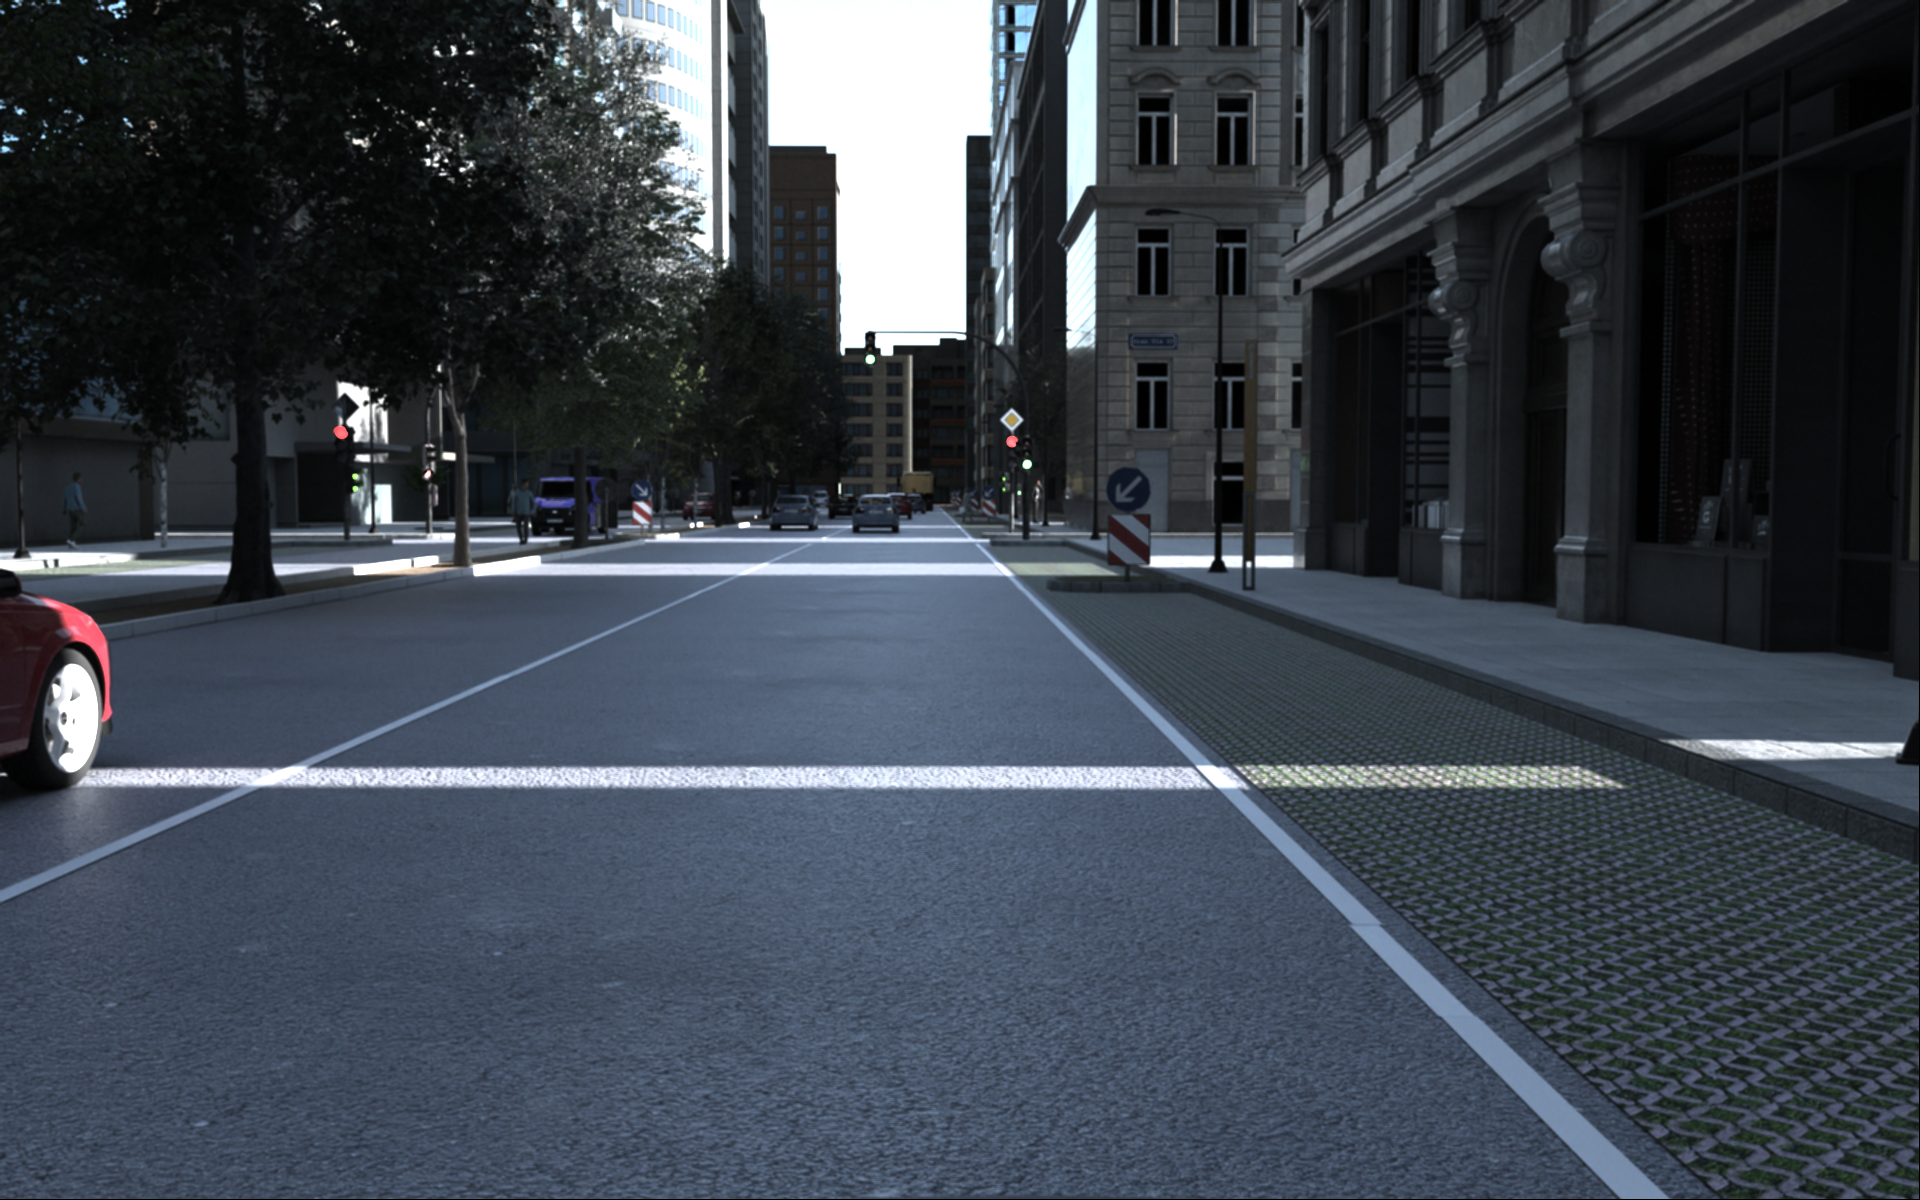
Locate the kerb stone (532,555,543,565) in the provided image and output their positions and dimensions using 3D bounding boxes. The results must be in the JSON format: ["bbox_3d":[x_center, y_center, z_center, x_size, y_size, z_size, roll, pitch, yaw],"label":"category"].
[{"bbox_3d":[-8.724,-0.803,35.317,0.120,0.150,1.000,0,4,-1],"label":"kerb stone"}]

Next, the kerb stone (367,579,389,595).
[{"bbox_3d":[-8.517,-0.175,25.077,0.120,0.150,1.000,0,4,-1],"label":"kerb stone"}]

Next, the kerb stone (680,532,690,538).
[{"bbox_3d":[-9.163,-2.152,57.382,0.120,0.150,1.000,0,4,-1],"label":"kerb stone"}]

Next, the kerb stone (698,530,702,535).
[{"bbox_3d":[-9.217,-2.340,60.454,0.120,0.150,1.000,0,4,-1],"label":"kerb stone"}]

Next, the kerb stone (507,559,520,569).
[{"bbox_3d":[-8.680,-0.672,33.261,0.120,0.150,1.000,0,4,-1],"label":"kerb stone"}]

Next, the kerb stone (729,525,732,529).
[{"bbox_3d":[-9.401,-2.904,69.679,0.120,0.150,1.000,0,4,-1],"label":"kerb stone"}]

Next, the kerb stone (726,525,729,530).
[{"bbox_3d":[-9.379,-2.841,68.654,0.120,0.150,1.000,0,4,-1],"label":"kerb stone"}]

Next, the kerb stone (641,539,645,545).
[{"bbox_3d":[-8.982,-1.612,48.634,0.120,0.150,1.000,0,4,-1],"label":"kerb stone"}]

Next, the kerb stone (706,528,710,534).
[{"bbox_3d":[-9.252,-2.466,62.516,0.120,0.150,1.000,0,4,-1],"label":"kerb stone"}]

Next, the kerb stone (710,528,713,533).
[{"bbox_3d":[-9.279,-2.529,63.543,0.120,0.150,1.000,0,4,-1],"label":"kerb stone"}]

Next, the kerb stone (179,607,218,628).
[{"bbox_3d":[-8.398,0.200,18.920,0.120,0.150,1.000,0,4,-1],"label":"kerb stone"}]

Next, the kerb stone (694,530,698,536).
[{"bbox_3d":[-9.197,-2.277,59.426,0.120,0.150,1.000,0,4,-1],"label":"kerb stone"}]

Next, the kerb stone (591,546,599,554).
[{"bbox_3d":[-8.850,-1.178,41.464,0.120,0.150,1.000,0,4,-1],"label":"kerb stone"}]

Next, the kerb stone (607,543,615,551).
[{"bbox_3d":[-8.883,-1.303,43.507,0.120,0.150,1.000,0,4,-1],"label":"kerb stone"}]

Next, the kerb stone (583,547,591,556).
[{"bbox_3d":[-8.832,-1.113,40.442,0.120,0.150,1.000,0,4,-1],"label":"kerb stone"}]

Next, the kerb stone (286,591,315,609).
[{"bbox_3d":[-8.459,0.013,21.991,0.120,0.150,1.000,0,4,-1],"label":"kerb stone"}]

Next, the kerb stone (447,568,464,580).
[{"bbox_3d":[-8.596,-0.426,29.169,0.120,0.150,1.000,0,4,-1],"label":"kerb stone"}]

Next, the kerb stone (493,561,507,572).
[{"bbox_3d":[-8.662,-0.614,32.239,0.120,0.150,1.000,0,4,-1],"label":"kerb stone"}]

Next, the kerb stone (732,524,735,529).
[{"bbox_3d":[-9.418,-2.967,70.702,0.120,0.150,1.000,0,4,-1],"label":"kerb stone"}]

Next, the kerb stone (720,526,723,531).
[{"bbox_3d":[-9.342,-2.716,66.609,0.120,0.150,1.000,0,4,-1],"label":"kerb stone"}]

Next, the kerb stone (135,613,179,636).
[{"bbox_3d":[-8.371,0.263,17.898,0.120,0.150,1.000,0,4,-1],"label":"kerb stone"}]

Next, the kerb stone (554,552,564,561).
[{"bbox_3d":[-8.764,-0.925,37.366,0.120,0.150,1.000,0,4,-1],"label":"kerb stone"}]

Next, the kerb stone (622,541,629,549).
[{"bbox_3d":[-8.919,-1.427,45.557,0.120,0.150,1.000,0,4,-1],"label":"kerb stone"}]

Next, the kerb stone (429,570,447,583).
[{"bbox_3d":[-8.582,-0.357,28.143,0.120,0.150,1.000,0,4,-1],"label":"kerb stone"}]

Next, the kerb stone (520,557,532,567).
[{"bbox_3d":[-8.698,-0.740,34.295,0.120,0.150,1.000,0,4,-1],"label":"kerb stone"}]

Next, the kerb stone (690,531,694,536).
[{"bbox_3d":[-9.183,-2.215,58.404,0.120,0.150,1.000,0,4,-1],"label":"kerb stone"}]

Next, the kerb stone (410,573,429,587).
[{"bbox_3d":[-8.556,-0.301,27.121,0.120,0.150,1.000,0,4,-1],"label":"kerb stone"}]

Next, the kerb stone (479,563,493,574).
[{"bbox_3d":[-8.640,-0.551,31.212,0.120,0.150,1.000,0,4,-1],"label":"kerb stone"}]

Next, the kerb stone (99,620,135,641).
[{"bbox_3d":[-8.355,0.329,16.874,0.120,0.150,1.000,0,4,-1],"label":"kerb stone"}]

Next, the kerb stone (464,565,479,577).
[{"bbox_3d":[-8.615,-0.488,30.191,0.120,0.150,1.000,0,4,-1],"label":"kerb stone"}]

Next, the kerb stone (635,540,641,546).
[{"bbox_3d":[-8.969,-1.554,47.604,0.120,0.150,1.000,0,4,-1],"label":"kerb stone"}]

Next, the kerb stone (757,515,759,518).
[{"bbox_3d":[-12.142,-4.902,102.415,0.120,0.150,1.000,0,4,-1],"label":"kerb stone"}]

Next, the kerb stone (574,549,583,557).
[{"bbox_3d":[-8.792,-1.053,39.416,0.120,0.150,1.000,0,4,-1],"label":"kerb stone"}]

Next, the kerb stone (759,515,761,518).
[{"bbox_3d":[-12.171,-4.969,103.437,0.120,0.150,1.000,0,4,-1],"label":"kerb stone"}]

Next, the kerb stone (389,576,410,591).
[{"bbox_3d":[-8.538,-0.239,26.099,0.120,0.150,1.000,0,4,-1],"label":"kerb stone"}]

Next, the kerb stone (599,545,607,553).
[{"bbox_3d":[-8.862,-1.241,42.486,0.120,0.150,1.000,0,4,-1],"label":"kerb stone"}]

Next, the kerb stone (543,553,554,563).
[{"bbox_3d":[-8.738,-0.865,36.344,0.120,0.150,1.000,0,4,-1],"label":"kerb stone"}]

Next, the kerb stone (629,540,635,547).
[{"bbox_3d":[-8.944,-1.491,46.579,0.120,0.150,1.000,0,4,-1],"label":"kerb stone"}]

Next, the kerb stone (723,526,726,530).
[{"bbox_3d":[-9.365,-2.775,67.632,0.120,0.150,1.000,0,4,-1],"label":"kerb stone"}]

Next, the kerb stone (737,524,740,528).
[{"bbox_3d":[-9.468,-3.089,72.754,0.120,0.150,1.000,0,4,-1],"label":"kerb stone"}]

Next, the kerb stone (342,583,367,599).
[{"bbox_3d":[-8.490,-0.108,24.048,0.120,0.150,1.000,0,4,-1],"label":"kerb stone"}]

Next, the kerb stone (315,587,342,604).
[{"bbox_3d":[-8.477,-0.050,23.013,0.120,0.150,1.000,0,4,-1],"label":"kerb stone"}]

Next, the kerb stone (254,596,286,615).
[{"bbox_3d":[-8.433,0.080,20.970,0.120,0.150,1.000,0,4,-1],"label":"kerb stone"}]

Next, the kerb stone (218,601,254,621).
[{"bbox_3d":[-8.413,0.138,19.948,0.120,0.150,1.000,0,4,-1],"label":"kerb stone"}]

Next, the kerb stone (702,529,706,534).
[{"bbox_3d":[-9.240,-2.402,61.488,0.120,0.150,1.000,0,4,-1],"label":"kerb stone"}]

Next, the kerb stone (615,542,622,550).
[{"bbox_3d":[-8.900,-1.366,44.536,0.120,0.150,1.000,0,4,-1],"label":"kerb stone"}]

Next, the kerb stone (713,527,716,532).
[{"bbox_3d":[-9.300,-2.591,64.565,0.120,0.150,1.000,0,4,-1],"label":"kerb stone"}]

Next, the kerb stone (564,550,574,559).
[{"bbox_3d":[-8.775,-0.991,38.393,0.120,0.150,1.000,0,4,-1],"label":"kerb stone"}]

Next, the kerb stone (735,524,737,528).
[{"bbox_3d":[-9.448,-3.029,71.724,0.120,0.150,1.000,0,4,-1],"label":"kerb stone"}]

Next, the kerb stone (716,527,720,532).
[{"bbox_3d":[-9.323,-2.654,65.587,0.120,0.150,1.000,0,4,-1],"label":"kerb stone"}]

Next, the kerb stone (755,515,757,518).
[{"bbox_3d":[-12.140,-4.832,101.383,0.120,0.150,1.000,0,4,-1],"label":"kerb stone"}]
